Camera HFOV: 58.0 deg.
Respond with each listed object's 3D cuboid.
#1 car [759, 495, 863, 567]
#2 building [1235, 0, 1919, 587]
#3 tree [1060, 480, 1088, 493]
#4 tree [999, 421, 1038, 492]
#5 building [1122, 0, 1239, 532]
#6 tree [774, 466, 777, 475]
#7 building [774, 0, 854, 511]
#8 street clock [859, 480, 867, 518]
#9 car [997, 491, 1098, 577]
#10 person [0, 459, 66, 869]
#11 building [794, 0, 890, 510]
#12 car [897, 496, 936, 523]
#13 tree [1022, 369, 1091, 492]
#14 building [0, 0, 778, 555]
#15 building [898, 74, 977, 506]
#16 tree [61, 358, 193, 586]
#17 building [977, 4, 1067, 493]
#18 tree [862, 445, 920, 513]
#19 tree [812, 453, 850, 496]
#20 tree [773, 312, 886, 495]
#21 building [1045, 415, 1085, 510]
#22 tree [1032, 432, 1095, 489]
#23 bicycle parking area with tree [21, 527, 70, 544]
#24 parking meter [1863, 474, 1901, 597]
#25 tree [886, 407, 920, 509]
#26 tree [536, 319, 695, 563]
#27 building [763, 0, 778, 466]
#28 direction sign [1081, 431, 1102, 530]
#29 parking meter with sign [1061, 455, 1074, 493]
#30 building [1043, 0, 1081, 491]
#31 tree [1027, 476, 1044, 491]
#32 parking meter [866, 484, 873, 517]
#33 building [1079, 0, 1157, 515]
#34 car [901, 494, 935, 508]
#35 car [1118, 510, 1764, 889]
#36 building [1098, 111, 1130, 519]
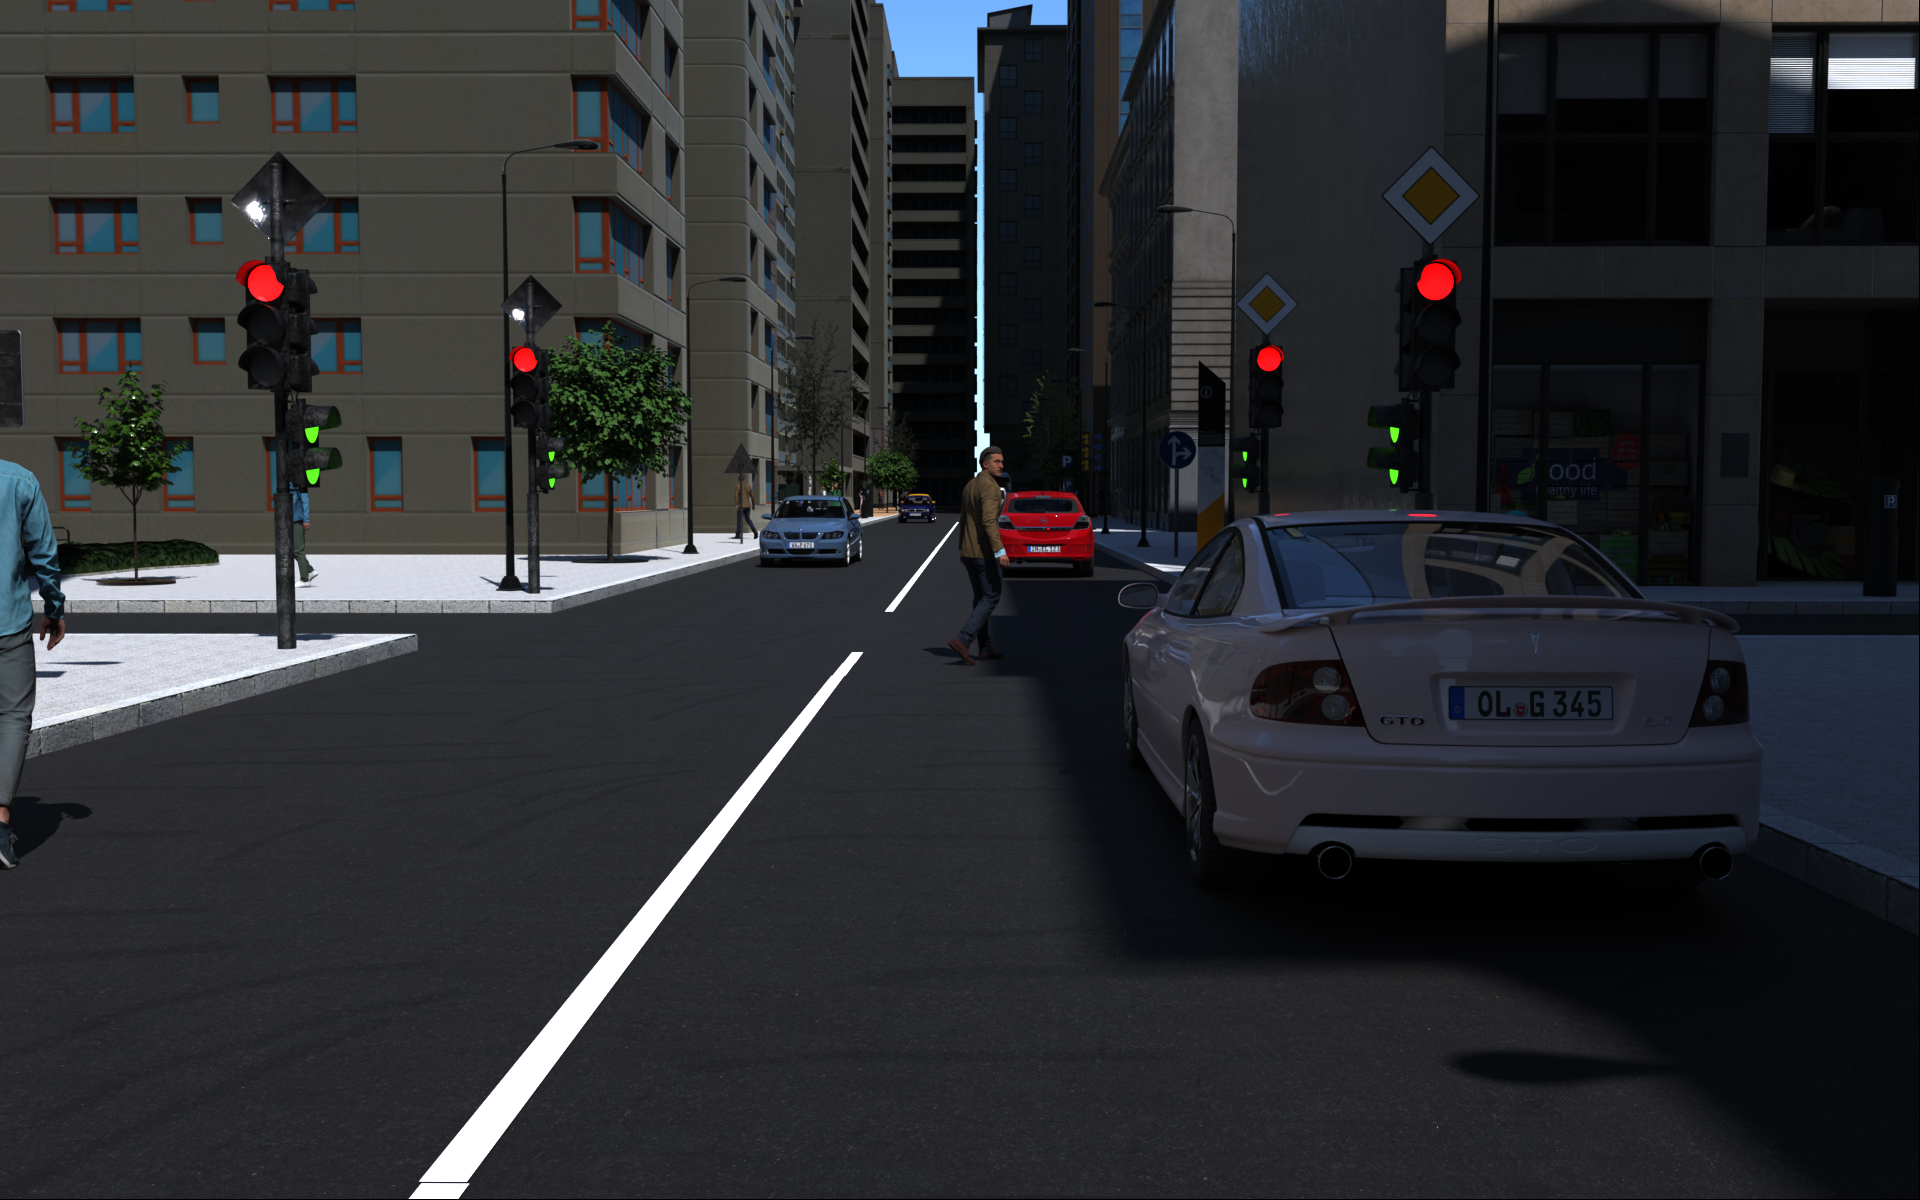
[{"bbox_3d":[-3.003,-1.442,35.577,2.014,1.417,4.499,0,4,2],"label":"car"},{"bbox_3d":[23.703,-13.947,32.553,34.151,26.468,19.350,0,4,1],"label":"building"},{"bbox_3d":[6.035,-6.076,93.947,1.663,3.219,1.824,0,3,0],"label":"tree"},{"bbox_3d":[5.844,-13.651,173.563,4.360,8.622,3.978,0,3,0],"label":"tree"},{"bbox_3d":[11.858,-13.324,66.993,9.793,20.994,18.267,0,4,1],"label":"building"},{"bbox_3d":[-11.335,-6.505,90.072,4.285,4.588,4.351,0,3,0],"label":"tree"},{"bbox_3d":[-23.364,-25.552,109.659,32.217,40.220,23.993,0,4,1],"label":"building"},{"bbox_3d":[-5.087,-5.291,91.081,0.358,2.002,0.471,2,4,30],"label":"street clock"},{"bbox_3d":[1.457,-1.371,31.461,2.155,1.783,4.494,0,4,1],"label":"car"},{"bbox_3d":[-3.887,0.097,6.772,0.638,1.841,0.748,-1,4,-15],"label":"person"},{"bbox_3d":[-17.308,-32.819,160.291,21.600,48.544,21.300,0,4,1],"label":"building"},{"bbox_3d":[-2.142,-4.527,86.603,1.945,1.354,3.894,0,4,2],"label":"car"},{"bbox_3d":[5.834,-9.232,101.303,4.737,8.622,4.395,0,3,0],"label":"tree"},{"bbox_3d":[-20.830,-12.569,50.536,27.650,21.520,28.899,0,4,1],"label":"building"},{"bbox_3d":[-8.875,-34.867,193.771,21.600,48.544,21.300,0,4,1],"label":"building"},{"bbox_3d":[-11.696,-1.843,24.740,1.663,3.219,1.824,0,3,0],"label":"tree"},{"bbox_3d":[15.702,-37.119,196.142,27.495,52.752,28.713,0,4,1],"label":"building"},{"bbox_3d":[-5.001,-8.167,117.242,4.285,4.588,4.351,0,3,0],"label":"tree"},{"bbox_3d":[-5.858,-5.255,80.522,1.663,3.219,1.824,0,3,0],"label":"tree"},{"bbox_3d":[-6.072,-7.396,71.282,4.360,8.622,3.978,0,3,0],"label":"tree"},{"bbox_3d":[18.428,-50.157,132.741,22.319,86.520,31.000,0,4,1],"label":"building"},{"bbox_3d":[5.413,-6.428,88.806,4.285,4.588,4.351,0,3,0],"label":"tree"},{"bbox_3d":[-21.523,-2.753,32.021,9.016,4.147,8.231,1,4,14],"label":"bicycle parking area with tree"},{"bbox_3d":[11.567,-0.815,21.738,0.372,1.533,0.369,0,3,0],"label":"parking meter"},{"bbox_3d":[-5.285,-11.966,146.003,4.360,8.622,3.978,0,3,0],"label":"tree"},{"bbox_3d":[-6.605,-2.986,32.527,4.285,4.588,4.351,0,3,0],"label":"tree"},{"bbox_3d":[-16.174,-26.247,79.253,14.600,45.320,14.200,0,4,1],"label":"building"},{"bbox_3d":[4.731,-4.306,62.406,0.876,3.537,0.379,3,4,39],"label":"direction sign"},{"bbox_3d":[4.808,-4.946,77.135,0.543,3.016,1.738,0,4,0],"label":"parking meter with sign"},{"bbox_3d":[18.367,-44.124,159.672,20.563,71.187,20.611,0,4,1],"label":"building"},{"bbox_3d":[7.024,-10.135,160.310,1.663,3.219,1.824,0,3,0],"label":"tree"},{"bbox_3d":[-5.065,-5.570,96.777,0.399,1.863,0.255,3,4,37],"label":"parking meter"},{"bbox_3d":[15.002,-28.162,110.556,14.600,45.320,14.200,0,4,1],"label":"building"},{"bbox_3d":[-2.417,-5.569,101.275,2.015,1.641,3.980,0,4,3],"label":"car"},{"bbox_3d":[1.785,0.287,7.672,2.083,1.381,4.827,0,4,1],"label":"car"},{"bbox_3d":[13.361,-15.318,86.601,11.583,22.565,21.152,0,4,1],"label":"building"}]
